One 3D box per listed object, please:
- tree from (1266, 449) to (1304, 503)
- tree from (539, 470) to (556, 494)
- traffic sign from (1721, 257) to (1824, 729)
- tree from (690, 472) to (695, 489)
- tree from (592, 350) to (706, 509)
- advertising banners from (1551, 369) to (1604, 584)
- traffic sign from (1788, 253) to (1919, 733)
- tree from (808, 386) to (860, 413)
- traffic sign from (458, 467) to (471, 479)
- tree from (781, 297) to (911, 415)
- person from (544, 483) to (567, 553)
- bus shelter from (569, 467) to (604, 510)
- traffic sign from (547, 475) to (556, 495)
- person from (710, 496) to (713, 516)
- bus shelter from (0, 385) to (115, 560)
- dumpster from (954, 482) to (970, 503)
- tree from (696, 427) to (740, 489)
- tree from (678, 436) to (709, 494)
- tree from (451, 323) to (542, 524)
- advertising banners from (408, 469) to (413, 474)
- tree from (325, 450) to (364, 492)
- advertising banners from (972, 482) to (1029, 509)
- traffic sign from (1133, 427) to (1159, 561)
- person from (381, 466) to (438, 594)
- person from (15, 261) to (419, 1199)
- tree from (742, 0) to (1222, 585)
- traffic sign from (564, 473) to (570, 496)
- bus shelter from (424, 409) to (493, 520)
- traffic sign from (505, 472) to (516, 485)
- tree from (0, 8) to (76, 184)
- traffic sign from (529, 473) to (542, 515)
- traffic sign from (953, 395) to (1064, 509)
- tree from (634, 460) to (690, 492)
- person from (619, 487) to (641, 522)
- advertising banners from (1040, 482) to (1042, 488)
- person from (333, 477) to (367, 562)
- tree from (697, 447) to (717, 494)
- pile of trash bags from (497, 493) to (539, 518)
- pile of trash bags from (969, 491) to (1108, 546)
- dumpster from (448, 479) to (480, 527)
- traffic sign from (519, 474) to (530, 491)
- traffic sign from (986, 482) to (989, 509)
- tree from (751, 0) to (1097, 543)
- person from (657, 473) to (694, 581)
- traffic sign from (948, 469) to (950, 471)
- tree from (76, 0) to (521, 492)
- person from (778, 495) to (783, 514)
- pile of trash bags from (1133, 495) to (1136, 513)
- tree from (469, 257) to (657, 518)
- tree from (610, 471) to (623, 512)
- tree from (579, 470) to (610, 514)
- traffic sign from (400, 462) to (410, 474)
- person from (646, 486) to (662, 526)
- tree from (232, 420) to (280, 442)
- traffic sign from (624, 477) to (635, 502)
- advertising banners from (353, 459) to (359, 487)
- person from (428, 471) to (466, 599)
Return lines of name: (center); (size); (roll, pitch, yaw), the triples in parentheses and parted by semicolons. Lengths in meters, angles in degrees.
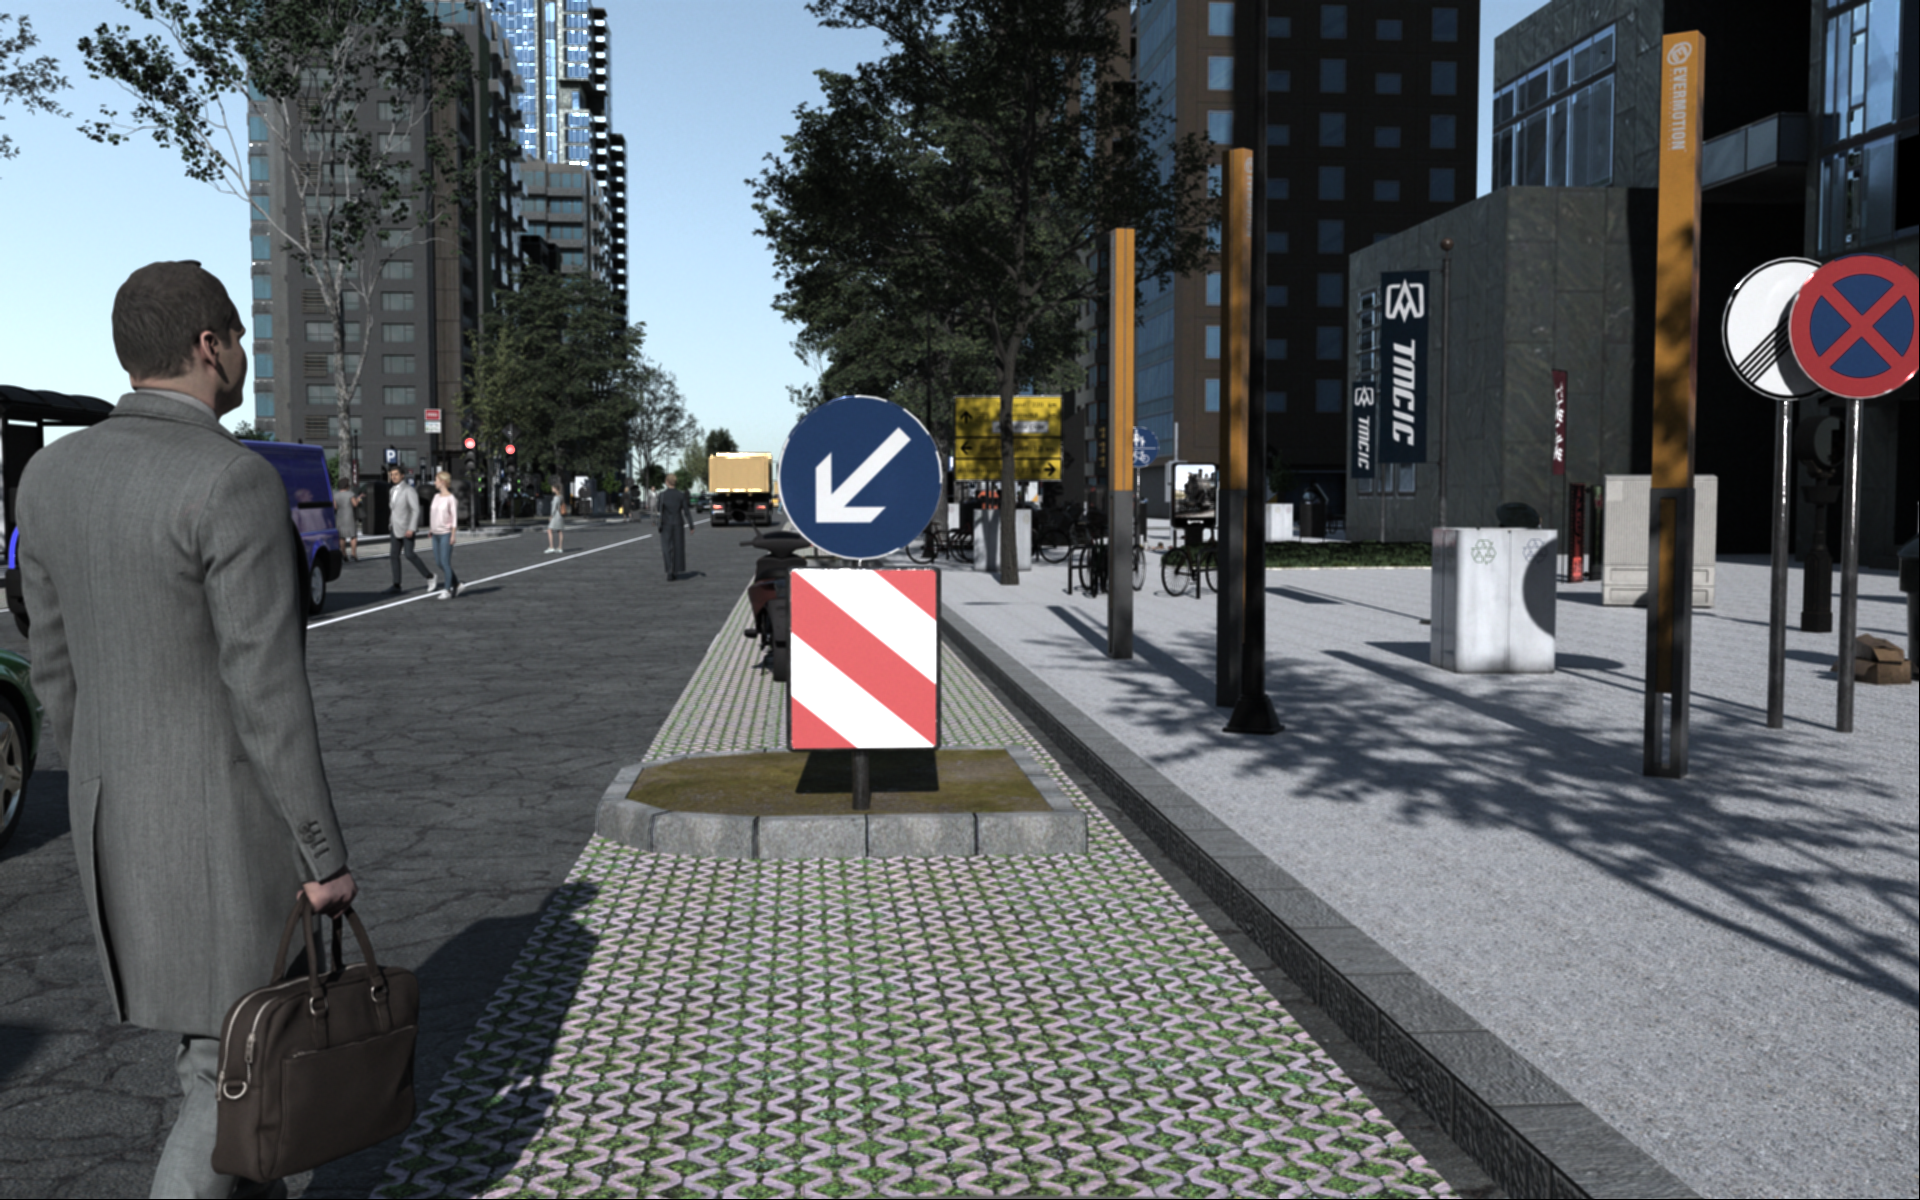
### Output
tree: (13.724, -4.886, 74.487); (1.663, 3.219, 1.824); (0, 3, 0)
tree: (-33.064, -8.836, 139.065); (1.663, 3.219, 1.824); (0, 3, 0)
traffic sign: (4.470, -0.570, 9.422); (0.768, 2.556, 0.104); (0, 4, -4)
tree: (-32.406, -13.304, 201.240); (4.285, 4.588, 4.351); (0, 3, 0)
tree: (-27.057, -14.595, 148.993); (12.009, 13.543, 11.850); (0, 3, 0)
advertising banners: (8.951, -1.766, 25.062); (0.090, 3.025, 2.074); (3, 5, 41)
traffic sign: (4.771, -0.560, 9.264); (0.768, 2.556, 0.104); (0, 4, 1)
tree: (-6.504, -9.222, 101.138); (4.737, 8.622, 4.395); (0, 3, 0)
traffic sign: (-22.722, -4.873, 79.777); (0.768, 2.556, 0.104); (0, 3, 0)
tree: (-9.893, -18.371, 156.258); (12.611, 20.169, 13.585); (0, 3, 0)
person: (-9.888, -2.018, 42.497); (0.522, 1.701, 0.512); (0, 4, 8)
bus shelter: (-28.908, -8.592, 134.409); (2.014, 3.302, 5.546); (0, 4, -5)
traffic sign: (-26.603, -6.922, 113.273); (0.768, 2.556, 0.104); (0, 4, 5)
person: (-15.543, -5.864, 108.628); (0.306, 1.304, 0.590); (-1, 4, -15)
bus shelter: (-17.860, -2.395, 33.077); (2.014, 3.302, 5.546); (0, 4, -5)
dumpster: (-0.234, -4.049, 71.957); (1.264, 1.857, 1.865); (0, 4, -5)
tree: (-40.498, -22.988, 292.854); (9.611, 12.733, 9.660); (0, 3, 0)
tree: (-35.389, -17.336, 233.809); (4.737, 8.622, 4.395); (0, 3, 0)
tree: (-20.171, -7.612, 74.813); (4.737, 8.622, 4.395); (0, 3, 0)
advertising banners: (-39.365, -7.696, 122.011); (2.074, 3.025, 0.090); (1, 4, 21)
tree: (-46.093, -8.874, 128.811); (4.285, 4.588, 4.351); (0, 3, 0)
advertising banners: (1.408, -3.722, 57.040); (2.074, 3.025, 0.090); (1, 4, 18)
traffic sign: (3.393, -2.010, 32.967); (0.768, 2.556, 0.104); (0, 4, -2)
person: (-8.019, -1.027, 25.134); (0.661, 1.843, 0.795); (3, 5, 41)
person: (-1.236, 0.348, 2.908); (0.694, 1.812, 0.767); (2, 4, 28)
tree: (0.414, -5.482, 24.044); (7.601, 10.594, 8.767); (-3, 4, -37)
traffic sign: (-24.118, -6.447, 105.518); (0.768, 2.556, 0.104); (0, 4, 3)
bus shelter: (-24.296, -6.515, 84.148); (2.179, 5.291, 8.768); (0, 4, -5)
traffic sign: (-21.906, -5.115, 84.814); (0.795, 2.450, 0.064); (0, 4, 2)
tree: (-16.066, -6.697, 19.869); (12.009, 13.543, 11.850); (0, 3, 0)
traffic sign: (-26.231, -6.539, 107.023); (0.768, 2.556, 0.104); (0, 4, 3)
traffic sign: (0.990, -2.552, 35.605); (2.265, 3.308, 0.079); (0, 4, 4)
tree: (-28.610, -10.896, 161.859); (4.285, 4.588, 4.351); (0, 3, 0)
person: (-16.813, -4.855, 88.094); (0.699, 1.804, 1.509); (-2, 4, -31)
advertising banners: (3.091, -4.762, 74.054); (0.090, 3.025, 2.074); (-3, 4, -37)
person: (-12.882, -1.704, 36.714); (0.716, 1.782, 0.532); (1, 4, 10)
tree: (-38.480, -19.215, 264.522); (4.360, 8.622, 3.978); (0, 3, 0)
pile of trash bags: (-24.940, -5.147, 93.900); (3.447, 1.369, 1.912); (-2, 4, -26)
pile of trash bags: (1.760, -2.101, 44.102); (3.447, 1.369, 1.912); (3, 5, 42)
dumpster: (-19.424, -3.765, 67.315); (1.264, 1.857, 1.865); (0, 4, -5)
traffic sign: (-27.961, -6.801, 111.307); (0.768, 2.556, 0.104); (0, 4, 3)
traffic sign: (0.603, -2.322, 38.075); (0.768, 2.556, 0.104); (0, 4, 2)
tree: (-0.593, -8.498, 45.593); (9.857, 13.997, 8.962); (0, 3, 0)
person: (-4.724, -1.207, 28.650); (0.576, 1.772, 0.534); (-2, 4, -34)
traffic sign: (-0.782, -5.002, 81.888); (0.768, 2.556, 0.104); (0, 4, -2)
tree: (-18.691, -11.809, 48.958); (12.611, 20.169, 13.585); (0, 3, 0)
person: (-13.116, -7.160, 126.405); (0.643, 1.720, 0.563); (-3, 4, -37)
pile of trash bags: (3.810, -2.560, 51.606); (3.447, 1.369, 1.912); (-2, 4, -33)
tree: (-21.758, -11.486, 94.443); (9.857, 13.997, 8.962); (0, 3, 0)
tree: (-24.579, -7.806, 122.230); (1.663, 3.219, 1.824); (0, 3, 0)
tree: (-24.176, -7.288, 113.765); (1.663, 3.219, 1.824); (0, 3, 0)
traffic sign: (-22.509, -4.284, 70.047); (0.884, 2.594, 0.081); (0, 4, 0)
person: (-13.913, -4.289, 78.740); (0.709, 1.813, 0.853); (-3, 4, -36)
tree: (-31.617, -5.694, 76.813); (4.285, 4.588, 4.351); (0, 3, 0)
traffic sign: (-24.447, -7.834, 128.186); (0.768, 2.556, 0.104); (0, 4, -2)
advertising banners: (-29.314, -5.453, 85.341); (2.074, 3.025, 0.090); (3, 4, 37)
person: (-7.032, -0.891, 23.735); (0.731, 1.740, 0.598); (2, 4, 30)
